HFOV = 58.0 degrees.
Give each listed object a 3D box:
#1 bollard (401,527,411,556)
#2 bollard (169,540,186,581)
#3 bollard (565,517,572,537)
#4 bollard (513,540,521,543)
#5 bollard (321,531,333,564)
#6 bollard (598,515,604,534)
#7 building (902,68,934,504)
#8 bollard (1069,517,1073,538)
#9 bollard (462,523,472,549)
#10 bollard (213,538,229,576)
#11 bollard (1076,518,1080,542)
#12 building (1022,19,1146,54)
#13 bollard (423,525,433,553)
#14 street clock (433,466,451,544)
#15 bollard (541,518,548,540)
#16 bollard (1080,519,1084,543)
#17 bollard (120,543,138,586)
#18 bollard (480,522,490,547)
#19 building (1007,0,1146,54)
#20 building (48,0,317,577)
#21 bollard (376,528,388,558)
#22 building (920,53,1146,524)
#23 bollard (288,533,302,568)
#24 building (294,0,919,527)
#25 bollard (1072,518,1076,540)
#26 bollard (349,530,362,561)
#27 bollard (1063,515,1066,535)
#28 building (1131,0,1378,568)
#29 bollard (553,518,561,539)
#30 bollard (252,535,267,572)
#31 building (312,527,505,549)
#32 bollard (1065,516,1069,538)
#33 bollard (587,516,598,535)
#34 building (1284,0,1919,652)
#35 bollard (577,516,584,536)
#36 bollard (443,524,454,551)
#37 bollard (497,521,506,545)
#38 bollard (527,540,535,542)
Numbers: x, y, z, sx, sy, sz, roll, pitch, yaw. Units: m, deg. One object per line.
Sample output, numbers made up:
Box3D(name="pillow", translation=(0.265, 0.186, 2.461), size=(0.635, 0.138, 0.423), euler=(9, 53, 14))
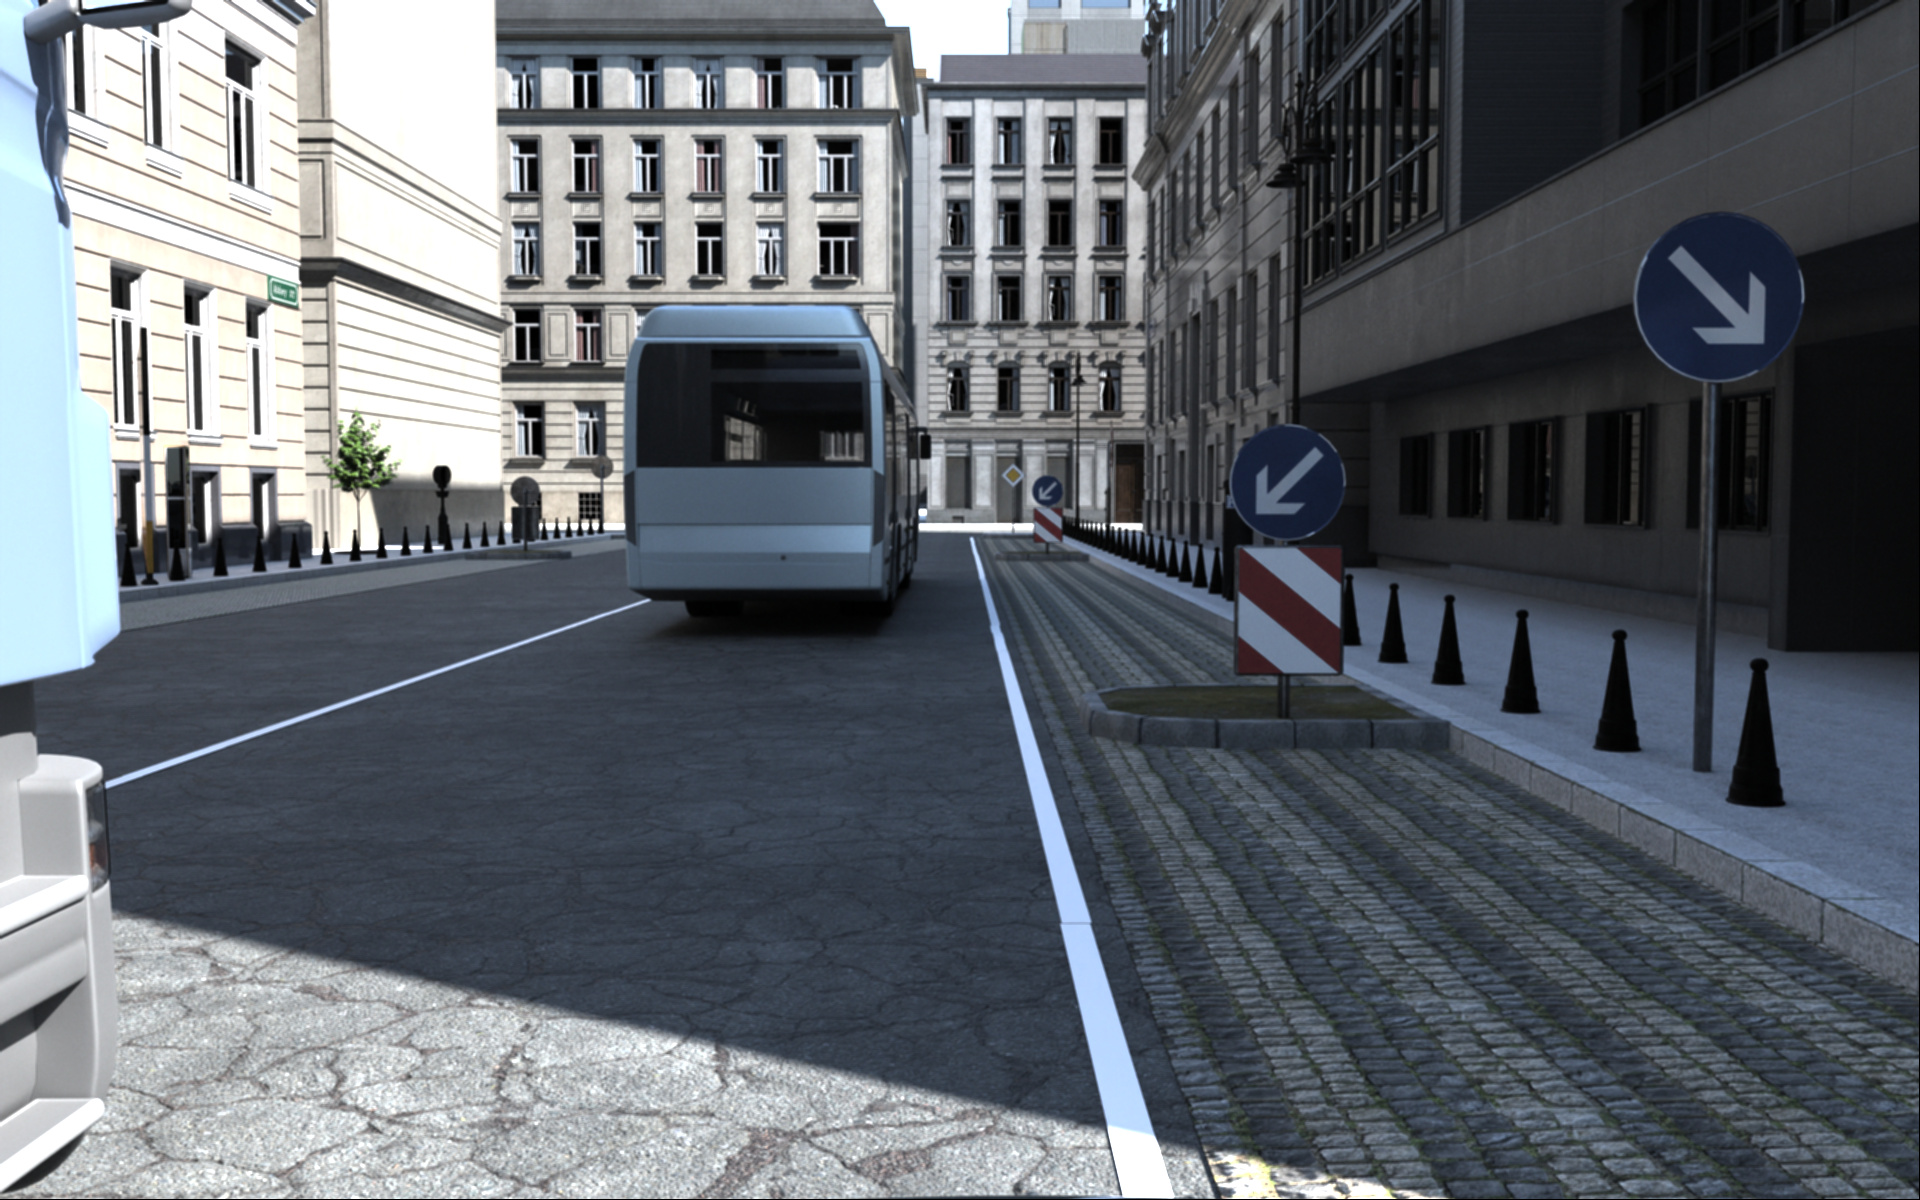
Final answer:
Box3D(name="bollard", translation=(-11.593, -1.234, 36.215), size=(0.229, 0.601, 0.229), euler=(0, 3, 0))
Box3D(name="bollard", translation=(-11.594, -0.587, 25.639), size=(0.229, 0.601, 0.229), euler=(0, 3, 0))
Box3D(name="bollard", translation=(-11.596, -2.159, 51.337), size=(0.229, 0.601, 0.229), euler=(0, 3, 0))
Box3D(name="bollard", translation=(-11.596, -1.788, 45.276), size=(0.229, 0.601, 0.229), euler=(0, 3, 0))
Box3D(name="bollard", translation=(-11.591, -0.957, 31.682), size=(0.229, 0.601, 0.229), euler=(0, 3, 0))
Box3D(name="bollard", translation=(-11.598, -2.436, 55.878), size=(0.229, 0.601, 0.229), euler=(0, 3, 0))
Box3D(name="building", translation=(-16.368, -42.864, 242.818), size=(28.212, 58.520, 21.231), euler=(0, 3, 0))
Box3D(name="bollard", translation=(3.301, -2.048, 49.533), size=(0.229, 0.601, 0.229), euler=(0, 3, 0))
Box3D(name="bollard", translation=(-11.597, -1.511, 40.742), size=(0.229, 0.601, 0.229), euler=(0, 3, 0))
Box3D(name="bollard", translation=(-11.594, -0.679, 27.148), size=(0.229, 0.601, 0.229), euler=(0, 3, 0))
Box3D(name="bollard", translation=(3.301, -1.863, 46.508), size=(0.229, 0.601, 0.229), euler=(0, 3, 0))
Box3D(name="building", translation=(12.370, -28.729, 153.315), size=(14.154, 41.232, 14.086), euler=(0, 3, 0))
Box3D(name="bollard", translation=(-11.593, -1.326, 37.725), size=(0.229, 0.601, 0.229), euler=(0, 3, 0))
Box3D(name="street clock", translation=(-13.210, -2.425, 44.224), size=(0.358, 2.002, 0.471), euler=(1, 4, 19))
Box3D(name="bollard", translation=(-11.598, -1.974, 48.308), size=(0.229, 0.601, 0.229), euler=(0, 3, 0))
Box3D(name="bollard", translation=(3.305, -1.771, 44.999), size=(0.229, 0.601, 0.229), euler=(0, 3, 0))
Box3D(name="bollard", translation=(-11.590, -0.495, 24.131), size=(0.229, 0.601, 0.229), euler=(0, 3, 0))
Box3D(name="bollard", translation=(-11.596, -1.603, 42.252), size=(0.229, 0.601, 0.229), euler=(0, 3, 0))
Box3D(name="building", translation=(15.950, -40.194, 199.165), size=(21.231, 58.520, 28.212), euler=(0, 3, 0))
Box3D(name="building", translation=(-19.187, -14.570, 24.125), size=(13.634, 28.700, 20.117), euler=(0, 3, 0))
Box3D(name="bollard", translation=(-11.593, -1.142, 34.706), size=(0.229, 0.601, 0.229), euler=(0, 3, 0))
Box3D(name="building", translation=(7.468, -14.009, 78.201), size=(18.267, 20.994, 9.793), euler=(0, 3, 0))
Box3D(name="bollard", translation=(-11.592, -0.864, 30.173), size=(0.229, 0.601, 0.229), euler=(0, 3, 0))
Box3D(name="building", translation=(-17.103, -15.125, 80.580), size=(30.059, 22.955, 16.112), euler=(0, 3, 0))
Box3D(name="bollard", translation=(3.299, -1.956, 48.017), size=(0.229, 0.601, 0.229), euler=(0, 3, 0))
Box3D(name="bollard", translation=(-11.594, -1.049, 33.198), size=(0.229, 0.601, 0.229), euler=(0, 3, 0))
Box3D(name="bollard", translation=(3.303, -2.234, 52.573), size=(0.229, 0.601, 0.229), euler=(0, 3, 0))
Box3D(name="building", translation=(11.355, -14.932, 41.396), size=(12.463, 27.353, 25.104), euler=(0, 3, 0))
Box3D(name="bollard", translation=(-11.596, -2.066, 49.817), size=(0.229, 0.601, 0.229), euler=(0, 3, 0))
Box3D(name="bollard", translation=(-11.595, -0.772, 28.658), size=(0.229, 0.601, 0.229), euler=(0, 3, 0))
Box3D(name="building", translation=(-28.588, -13.053, 46.698), size=(30.059, 22.955, 16.112), euler=(0, 3, 0))
Box3D(name="bollard", translation=(3.301, -2.141, 51.045), size=(0.229, 0.601, 0.229), euler=(0, 3, 0))
Box3D(name="bollard", translation=(-11.595, -2.343, 54.357), size=(0.229, 0.601, 0.229), euler=(0, 3, 0))
Box3D(name="building", translation=(12.452, -11.919, 13.948), size=(14.314, 24.678, 30.058), euler=(0, 3, 0))
Box3D(name="bollard", translation=(-11.595, -2.251, 52.845), size=(0.229, 0.601, 0.229), euler=(0, 3, 0))
Box3D(name="bollard", translation=(-11.595, -1.418, 39.234), size=(0.229, 0.601, 0.229), euler=(0, 3, 0))
Box3D(name="bollard", translation=(-11.596, -1.696, 43.767), size=(0.229, 0.601, 0.229), euler=(0, 3, 0))
Box3D(name="bollard", translation=(-11.594, -1.881, 46.800), size=(0.229, 0.601, 0.229), euler=(0, 3, 0))
